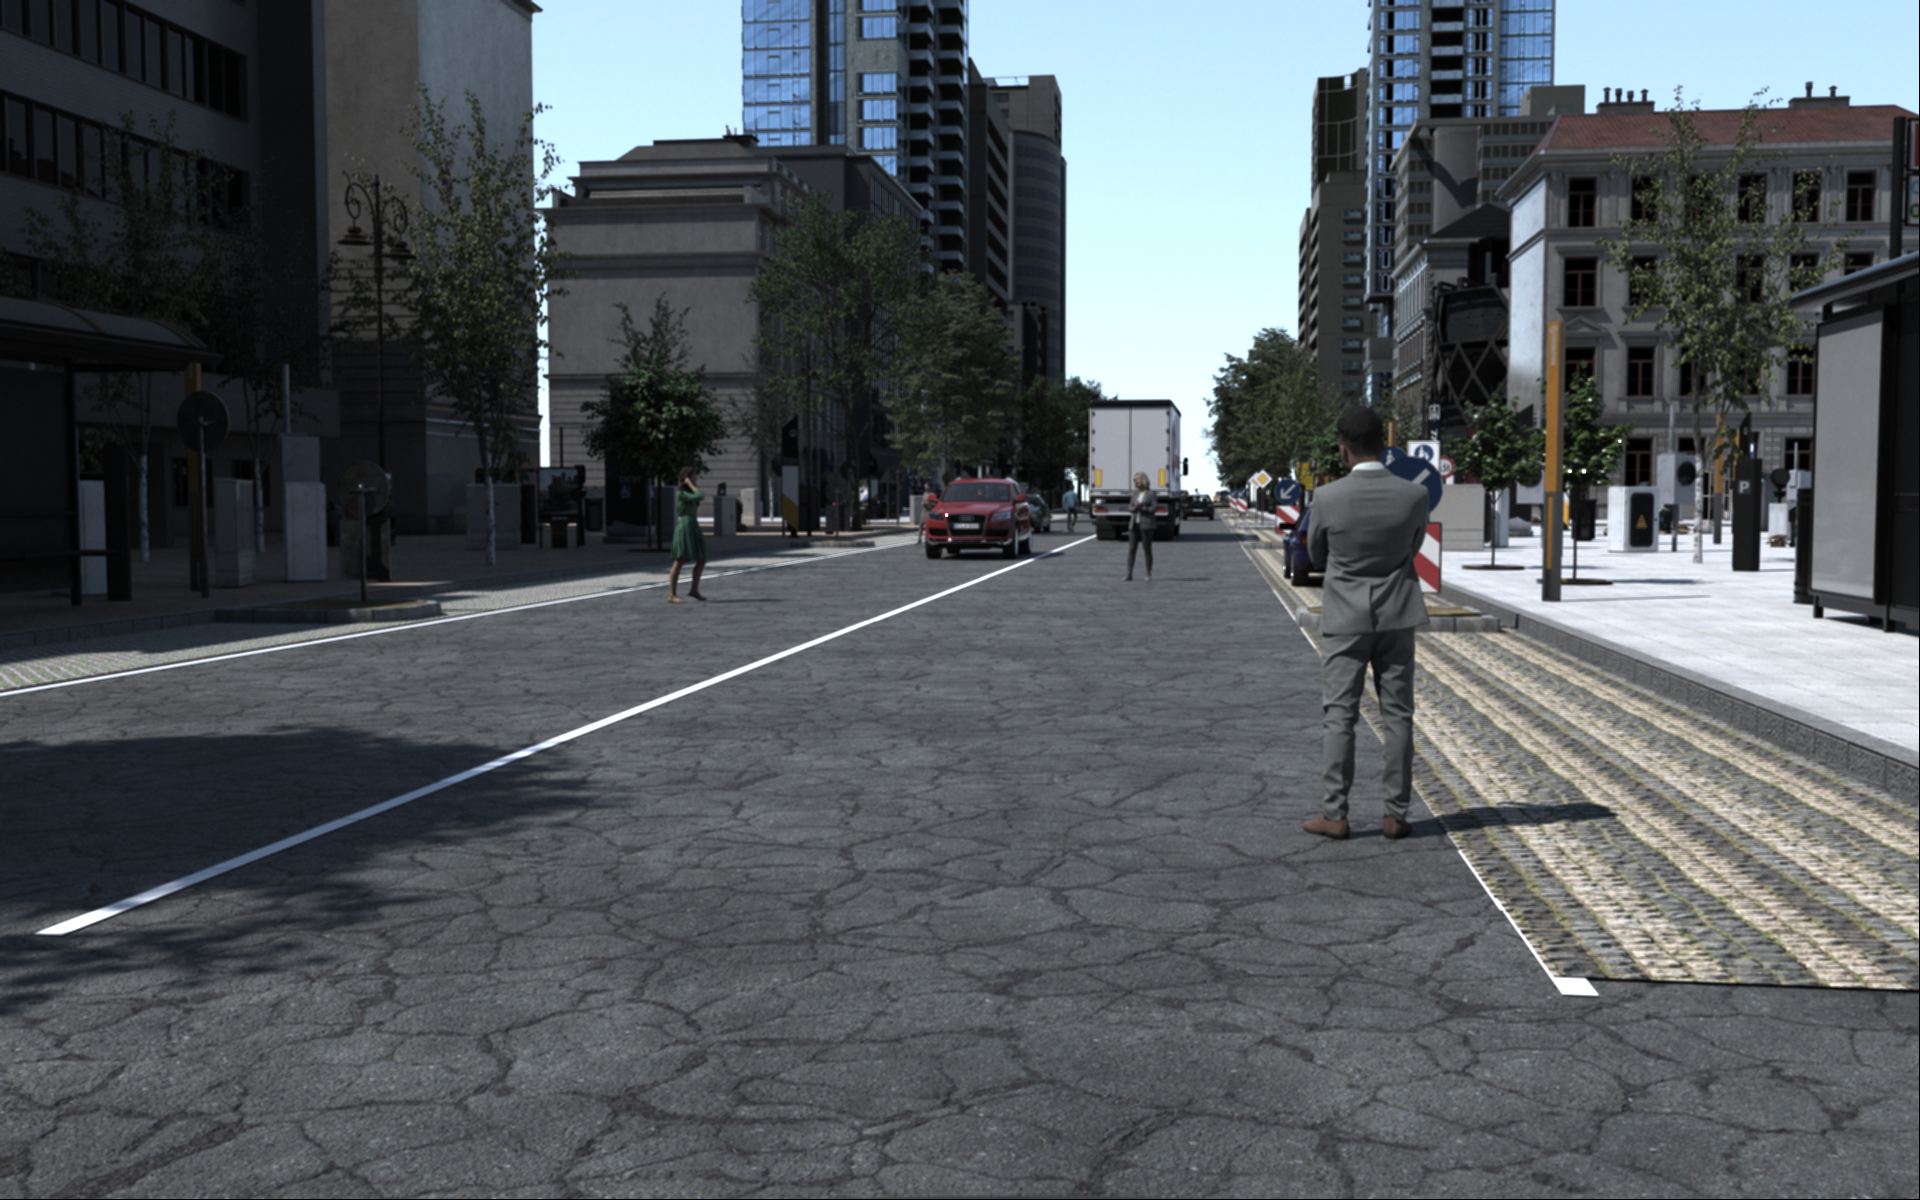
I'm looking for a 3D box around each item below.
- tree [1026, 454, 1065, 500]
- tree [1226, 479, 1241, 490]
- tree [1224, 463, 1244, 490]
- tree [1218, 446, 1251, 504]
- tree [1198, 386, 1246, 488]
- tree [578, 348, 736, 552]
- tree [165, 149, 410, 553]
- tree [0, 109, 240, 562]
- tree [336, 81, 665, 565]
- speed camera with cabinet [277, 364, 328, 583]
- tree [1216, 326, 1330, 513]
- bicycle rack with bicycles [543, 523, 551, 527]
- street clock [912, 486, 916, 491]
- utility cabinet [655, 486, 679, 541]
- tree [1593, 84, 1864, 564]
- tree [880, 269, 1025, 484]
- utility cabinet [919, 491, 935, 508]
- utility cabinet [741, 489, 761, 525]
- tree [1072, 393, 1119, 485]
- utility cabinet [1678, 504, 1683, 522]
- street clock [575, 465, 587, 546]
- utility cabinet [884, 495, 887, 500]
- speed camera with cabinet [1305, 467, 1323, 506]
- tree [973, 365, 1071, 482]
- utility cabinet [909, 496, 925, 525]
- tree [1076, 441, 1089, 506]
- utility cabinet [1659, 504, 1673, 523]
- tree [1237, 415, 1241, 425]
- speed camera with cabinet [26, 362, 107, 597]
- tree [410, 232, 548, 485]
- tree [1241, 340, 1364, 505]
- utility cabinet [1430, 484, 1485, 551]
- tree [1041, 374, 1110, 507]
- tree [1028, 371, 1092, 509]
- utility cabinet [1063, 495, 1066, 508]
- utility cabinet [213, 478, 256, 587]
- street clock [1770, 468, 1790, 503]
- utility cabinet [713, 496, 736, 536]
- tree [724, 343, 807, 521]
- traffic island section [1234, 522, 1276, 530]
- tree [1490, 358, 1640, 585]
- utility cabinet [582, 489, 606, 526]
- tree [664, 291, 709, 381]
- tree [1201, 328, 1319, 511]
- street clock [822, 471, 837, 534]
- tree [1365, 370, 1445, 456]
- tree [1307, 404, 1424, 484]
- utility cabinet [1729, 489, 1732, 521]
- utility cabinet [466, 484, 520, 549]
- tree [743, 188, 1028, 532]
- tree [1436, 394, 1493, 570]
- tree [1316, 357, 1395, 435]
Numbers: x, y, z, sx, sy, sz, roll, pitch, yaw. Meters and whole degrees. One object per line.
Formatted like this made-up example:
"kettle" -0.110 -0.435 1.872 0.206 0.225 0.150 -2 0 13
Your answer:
"tree" 6.743 -9.422 137.756 4.285 4.588 4.351 0 3 0
"tree" 46.383 -18.767 290.550 4.285 4.588 4.351 0 3 0
"tree" 40.055 -18.388 250.999 4.360 8.622 3.978 0 3 0
"tree" 38.926 -19.164 239.090 9.928 11.665 9.643 0 3 0
"tree" 31.117 -17.066 189.399 12.009 13.543 11.850 0 3 0
"tree" -6.687 -3.372 38.846 4.285 4.588 4.351 0 3 0
"tree" -15.144 -5.342 37.710 4.360 8.622 3.978 0 3 0
"tree" -15.733 -5.035 32.689 4.737 8.622 4.395 0 3 0
"tree" -8.611 -4.922 30.841 4.737 8.622 4.395 0 3 0
"speed camera with cabinet" -9.829 -1.929 25.882 0.660 3.252 2.038 -1 4 -22
"tree" 21.491 -12.172 117.132 7.486 12.596 7.792 0 3 0
"bicycle rack with bicycles" -17.234 -3.375 68.556 2.925 0.926 2.852 1 4 21
"street clock" -4.054 -9.138 153.984 0.358 2.002 0.471 -1 4 -19
"utility cabinet" -8.193 -2.327 46.719 1.173 1.500 0.318 1 4 15
"tree" 13.841 -4.971 31.642 4.737 8.622 4.395 0 3 0
"tree" -0.091 -10.367 87.622 7.486 12.596 7.792 0 3 0
"utility cabinet" -2.162 -6.137 109.020 1.173 1.500 0.318 -1 4 -10
"utility cabinet" -8.503 -3.772 70.359 0.318 1.500 1.173 -2 4 -34
"tree" 18.065 -18.970 216.812 9.857 13.997 8.962 0 3 0
"utility cabinet" 33.288 -4.272 81.010 1.020 1.237 0.306 -1 4 -10
"street clock" -9.436 -2.353 43.040 0.358 2.002 0.471 0 4 -5
"utility cabinet" -4.945 -6.409 115.947 0.306 1.237 1.020 0 4 -1
"speed camera with cabinet" 19.297 -6.197 95.659 2.038 3.252 0.660 1 4 21
"tree" 4.168 -11.463 121.840 8.767 10.594 7.601 2 4 30
"utility cabinet" -1.664 -3.735 72.234 0.306 1.237 1.020 3 4 39
"tree" 13.955 -14.642 189.751 4.737 8.622 4.395 0 3 0
"utility cabinet" 30.666 -4.058 75.035 0.318 1.500 1.173 3 5 44
"tree" 19.157 -9.414 104.277 4.737 8.622 4.395 0 3 0
"speed camera with cabinet" -11.456 -1.706 22.233 2.038 3.252 0.660 3 5 44
"tree" -13.357 -6.013 48.669 4.360 8.622 3.978 0 3 0
"tree" 16.241 -8.085 82.557 4.737 8.622 4.395 0 3 0
"utility cabinet" 11.162 -1.848 38.891 1.173 1.500 0.318 1 4 18
"tree" 11.536 -15.206 165.633 9.611 12.733 9.660 0 3 0
"tree" 7.605 -13.522 146.834 9.928 11.665 9.643 0 3 0
"utility cabinet" 8.903 -8.755 154.305 1.020 1.237 0.306 0 4 -3
"utility cabinet" -10.062 -0.941 24.072 0.318 1.500 1.173 -1 4 -12
"street clock" 23.229 -2.723 49.096 0.471 2.002 0.358 0 4 -1
"utility cabinet" -7.227 -2.578 53.314 0.306 1.237 1.020 1 4 18
"tree" -9.145 -8.113 83.013 4.360 8.622 3.978 0 3 0
"traffic island section" 13.338 -3.396 77.813 2.009 0.180 2.903 0 4 8
"tree" 8.865 -1.836 24.614 1.663 3.219 1.824 0 3 0
"utility cabinet" -14.523 -3.719 69.481 1.173 1.500 0.318 -1 4 -21
"tree" -11.390 -6.933 63.724 4.737 8.622 4.395 0 3 0
"tree" 23.556 -13.947 134.687 9.857 13.997 8.962 0 3 0
"street clock" -4.149 -3.085 55.013 0.358 2.002 0.471 3 5 40
"tree" 26.781 -9.379 103.706 4.737 8.622 4.395 0 3 0
"tree" 14.393 -4.846 62.939 4.285 4.588 4.351 0 3 0
"utility cabinet" 36.521 -4.444 81.339 0.318 1.500 1.173 3 5 43
"utility cabinet" -10.739 -1.904 39.810 1.173 1.500 0.318 -1 4 -17
"tree" -3.712 -8.188 59.621 9.928 11.665 9.643 0 3 0
"tree" 9.230 -2.134 29.493 1.663 3.219 1.824 0 3 0
"tree" 21.030 -8.697 92.563 4.360 8.622 3.978 0 3 0
